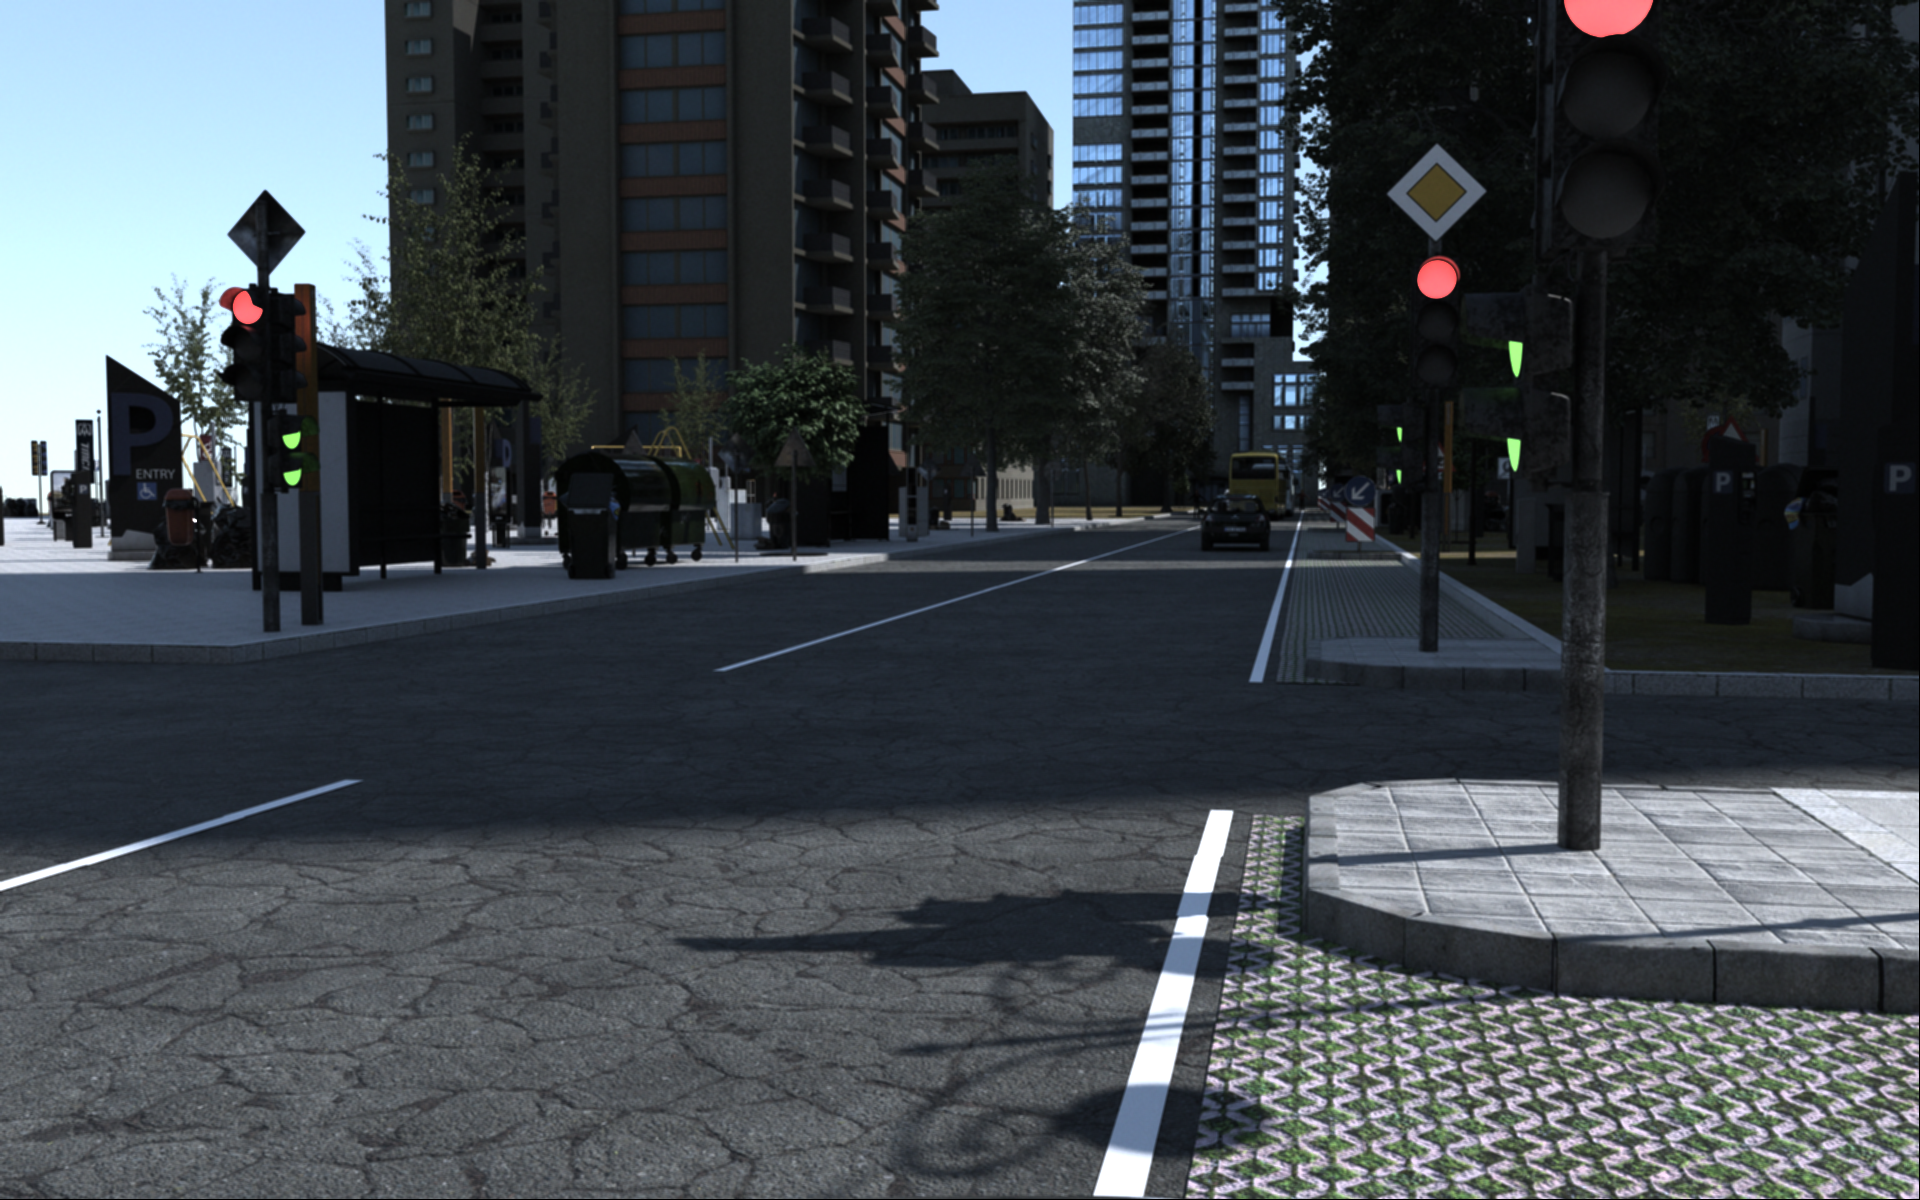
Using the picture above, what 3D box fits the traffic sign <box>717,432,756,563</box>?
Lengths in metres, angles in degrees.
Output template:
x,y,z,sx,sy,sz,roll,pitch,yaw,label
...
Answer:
x,y,z,sx,sy,sz,roll,pitch,yaw,label
-4.180,-1.908,32.377,0.795,2.450,0.064,1,4,18,traffic sign

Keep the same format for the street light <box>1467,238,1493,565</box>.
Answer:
x,y,z,sx,sy,sz,roll,pitch,yaw,label
9.248,-3.568,31.120,0.468,5.910,1.993,1,4,11,street light

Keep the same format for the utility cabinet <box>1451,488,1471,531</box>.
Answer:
x,y,z,sx,sy,sz,roll,pitch,yaw,label
17.094,-3.116,59.620,0.318,1.500,1.173,-1,4,-22,utility cabinet

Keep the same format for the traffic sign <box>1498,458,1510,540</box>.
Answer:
x,y,z,sx,sy,sz,roll,pitch,yaw,label
15.407,-2.845,48.646,0.606,2.300,0.079,1,4,13,traffic sign

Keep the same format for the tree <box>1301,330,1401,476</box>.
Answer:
x,y,z,sx,sy,sz,roll,pitch,yaw,label
24.206,-10.844,103.061,9.928,11.665,9.643,0,3,0,tree

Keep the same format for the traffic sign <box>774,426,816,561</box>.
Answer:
x,y,z,sx,sy,sz,roll,pitch,yaw,label
-3.171,-2.027,33.144,0.884,2.594,0.081,1,4,20,traffic sign

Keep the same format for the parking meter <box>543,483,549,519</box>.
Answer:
x,y,z,sx,sy,sz,roll,pitch,yaw,label
-21.247,-5.100,89.100,0.255,1.863,0.399,2,4,34,parking meter

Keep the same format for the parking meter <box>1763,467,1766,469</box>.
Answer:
x,y,z,sx,sy,sz,roll,pitch,yaw,label
15.733,-1.729,33.982,0.255,1.863,0.399,-3,5,-44,parking meter

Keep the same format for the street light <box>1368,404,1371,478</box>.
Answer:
x,y,z,sx,sy,sz,roll,pitch,yaw,label
20.525,-6.975,86.837,0.468,5.910,1.993,1,4,11,street light

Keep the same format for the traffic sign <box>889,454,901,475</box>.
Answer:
x,y,z,sx,sy,sz,roll,pitch,yaw,label
-2.097,-2.990,48.886,0.884,2.594,0.081,1,4,14,traffic sign

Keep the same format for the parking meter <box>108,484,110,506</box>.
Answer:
x,y,z,sx,sy,sz,roll,pitch,yaw,label
-18.728,-2.011,38.597,0.399,1.863,0.255,0,4,-5,parking meter

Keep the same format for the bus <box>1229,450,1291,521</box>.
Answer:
x,y,z,sx,sy,sz,roll,pitch,yaw,label
16.645,-6.393,96.073,2.896,3.916,12.252,1,4,13,bus

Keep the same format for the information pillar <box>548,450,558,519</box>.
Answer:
x,y,z,sx,sy,sz,roll,pitch,yaw,label
-20.668,-5.910,87.983,0.504,3.616,0.183,0,4,2,information pillar

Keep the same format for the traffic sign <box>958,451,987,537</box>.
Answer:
x,y,z,sx,sy,sz,roll,pitch,yaw,label
0.369,-3.191,52.180,0.884,2.594,0.081,1,4,17,traffic sign

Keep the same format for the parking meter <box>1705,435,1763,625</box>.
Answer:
x,y,z,sx,sy,sz,roll,pitch,yaw,label
7.595,-0.694,17.056,0.255,1.863,0.399,-2,4,-29,parking meter

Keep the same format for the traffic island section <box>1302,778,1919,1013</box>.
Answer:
x,y,z,sx,sy,sz,roll,pitch,yaw,label
2.270,0.978,6.293,2.009,0.180,2.903,1,4,11,traffic island section

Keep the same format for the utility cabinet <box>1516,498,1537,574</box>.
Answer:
x,y,z,sx,sy,sz,roll,pitch,yaw,label
9.272,-1.053,28.384,0.306,1.237,1.020,1,4,17,utility cabinet

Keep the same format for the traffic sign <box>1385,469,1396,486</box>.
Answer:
x,y,z,sx,sy,sz,roll,pitch,yaw,label
21.430,-5.297,86.710,0.768,2.556,0.104,1,4,18,traffic sign

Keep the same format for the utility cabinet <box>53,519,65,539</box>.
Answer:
x,y,z,sx,sy,sz,roll,pitch,yaw,label
-25.556,-2.491,49.402,0.318,1.500,1.173,-1,4,-14,utility cabinet

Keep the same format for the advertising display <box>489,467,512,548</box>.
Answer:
x,y,z,sx,sy,sz,roll,pitch,yaw,label
-10.936,-2.203,41.226,0.123,1.923,0.974,-3,4,-38,advertising display

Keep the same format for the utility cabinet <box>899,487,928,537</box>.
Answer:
x,y,z,sx,sy,sz,roll,pitch,yaw,label
-1.403,-2.641,51.864,0.318,1.500,1.173,2,4,31,utility cabinet

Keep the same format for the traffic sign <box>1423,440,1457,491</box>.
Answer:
x,y,z,sx,sy,sz,roll,pitch,yaw,label
11.419,-2.535,41.456,0.884,2.594,0.081,1,4,19,traffic sign

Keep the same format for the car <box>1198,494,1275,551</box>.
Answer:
x,y,z,sx,sy,sz,roll,pitch,yaw,label
7.163,-2.149,44.917,2.009,1.686,4.222,1,4,10,car

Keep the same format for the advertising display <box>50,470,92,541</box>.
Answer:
x,y,z,sx,sy,sz,roll,pitch,yaw,label
-24.252,-2.572,47.265,0.974,1.923,0.123,-3,4,-38,advertising display

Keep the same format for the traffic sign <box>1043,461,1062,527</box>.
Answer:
x,y,z,sx,sy,sz,roll,pitch,yaw,label
3.588,-4.102,67.166,0.768,2.556,0.104,1,4,20,traffic sign

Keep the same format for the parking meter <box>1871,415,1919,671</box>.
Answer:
x,y,z,sx,sy,sz,roll,pitch,yaw,label
6.931,-0.428,12.707,0.255,1.863,0.399,-2,4,-34,parking meter

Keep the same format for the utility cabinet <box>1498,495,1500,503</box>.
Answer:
x,y,z,sx,sy,sz,roll,pitch,yaw,label
23.579,-4.051,77.402,1.020,1.237,0.306,0,4,7,utility cabinet

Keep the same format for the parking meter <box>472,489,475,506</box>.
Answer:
x,y,z,sx,sy,sz,roll,pitch,yaw,label
-26.420,-5.270,94.580,0.372,1.533,0.369,0,3,0,parking meter

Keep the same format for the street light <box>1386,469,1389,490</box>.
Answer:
x,y,z,sx,sy,sz,roll,pitch,yaw,label
16.842,-5.837,68.229,0.468,5.910,1.993,1,4,11,street light

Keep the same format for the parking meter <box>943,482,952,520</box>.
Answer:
x,y,z,sx,sy,sz,roll,pitch,yaw,label
-0.605,-4.816,84.450,0.255,1.863,0.399,-3,5,-43,parking meter

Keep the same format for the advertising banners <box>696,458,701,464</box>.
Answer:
x,y,z,sx,sy,sz,roll,pitch,yaw,label
-13.376,-5.386,84.241,0.090,3.025,2.074,3,5,42,advertising banners

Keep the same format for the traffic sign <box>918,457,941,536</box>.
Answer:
x,y,z,sx,sy,sz,roll,pitch,yaw,label
-0.969,-3.192,53.377,0.795,2.450,0.064,1,4,13,traffic sign

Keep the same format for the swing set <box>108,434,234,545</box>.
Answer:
x,y,z,sx,sy,sz,roll,pitch,yaw,label
-20.137,-2.882,44.737,2.862,2.851,3.119,-1,4,-10,swing set

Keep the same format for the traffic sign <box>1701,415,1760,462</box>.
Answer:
x,y,z,sx,sy,sz,roll,pitch,yaw,label
12.720,-1.752,28.644,0.884,2.594,0.081,1,4,20,traffic sign

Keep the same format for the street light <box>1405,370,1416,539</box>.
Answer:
x,y,z,sx,sy,sz,roll,pitch,yaw,label
13.024,-4.704,49.700,0.468,5.910,1.993,1,4,11,street light

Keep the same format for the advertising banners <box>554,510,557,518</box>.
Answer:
x,y,z,sx,sy,sz,roll,pitch,yaw,label
-22.710,-6.002,94.320,2.074,3.025,0.090,-1,4,-9,advertising banners

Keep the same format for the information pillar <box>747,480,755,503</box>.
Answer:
x,y,z,sx,sy,sz,roll,pitch,yaw,label
-10.912,-5.254,90.397,0.304,2.012,0.304,3,4,36,information pillar

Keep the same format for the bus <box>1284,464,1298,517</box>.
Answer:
x,y,z,sx,sy,sz,roll,pitch,yaw,label
20.284,-7.163,111.967,2.948,3.499,13.247,1,4,12,bus

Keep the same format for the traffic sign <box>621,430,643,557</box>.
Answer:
x,y,z,sx,sy,sz,roll,pitch,yaw,label
-6.653,-2.156,35.253,0.884,2.594,0.081,1,4,21,traffic sign

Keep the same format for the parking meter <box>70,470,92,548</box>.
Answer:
x,y,z,sx,sy,sz,roll,pitch,yaw,label
-20.880,-2.167,41.134,0.255,1.863,0.399,3,5,40,parking meter

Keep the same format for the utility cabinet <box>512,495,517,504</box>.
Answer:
x,y,z,sx,sy,sz,roll,pitch,yaw,label
-23.970,-4.980,92.583,0.306,1.237,1.020,-2,4,-30,utility cabinet

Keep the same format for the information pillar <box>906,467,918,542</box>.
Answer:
x,y,z,sx,sy,sz,roll,pitch,yaw,label
-1.295,-2.583,46.719,0.304,2.012,0.304,0,4,-3,information pillar

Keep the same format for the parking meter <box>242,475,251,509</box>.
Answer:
x,y,z,sx,sy,sz,roll,pitch,yaw,label
-21.942,-2.920,53.459,0.399,1.863,0.255,2,4,29,parking meter

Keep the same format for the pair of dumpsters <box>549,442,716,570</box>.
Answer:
x,y,z,sx,sy,sz,roll,pitch,yaw,label
-5.837,-1.754,31.164,1.574,2.255,4.437,1,4,11,pair of dumpsters

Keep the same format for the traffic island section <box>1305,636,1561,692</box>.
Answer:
x,y,z,sx,sy,sz,roll,pitch,yaw,label
3.842,0.499,14.123,2.009,0.180,2.903,1,4,11,traffic island section

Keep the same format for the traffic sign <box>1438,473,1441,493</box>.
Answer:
x,y,z,sx,sy,sz,roll,pitch,yaw,label
13.719,-2.912,49.741,0.606,2.300,0.079,1,4,19,traffic sign

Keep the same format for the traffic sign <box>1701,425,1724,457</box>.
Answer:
x,y,z,sx,sy,sz,roll,pitch,yaw,label
14.099,-1.954,32.056,0.768,2.556,0.104,1,4,21,traffic sign

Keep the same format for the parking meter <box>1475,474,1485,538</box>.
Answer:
x,y,z,sx,sy,sz,roll,pitch,yaw,label
15.261,-2.776,51.092,0.255,1.863,0.399,-1,4,-15,parking meter

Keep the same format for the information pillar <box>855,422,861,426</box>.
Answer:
x,y,z,sx,sy,sz,roll,pitch,yaw,label
-3.009,-3.547,49.353,0.504,3.616,0.183,-1,4,-14,information pillar

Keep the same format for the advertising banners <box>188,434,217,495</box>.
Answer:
x,y,z,sx,sy,sz,roll,pitch,yaw,label
-22.579,-3.313,50.351,0.090,3.025,2.074,3,5,41,advertising banners
